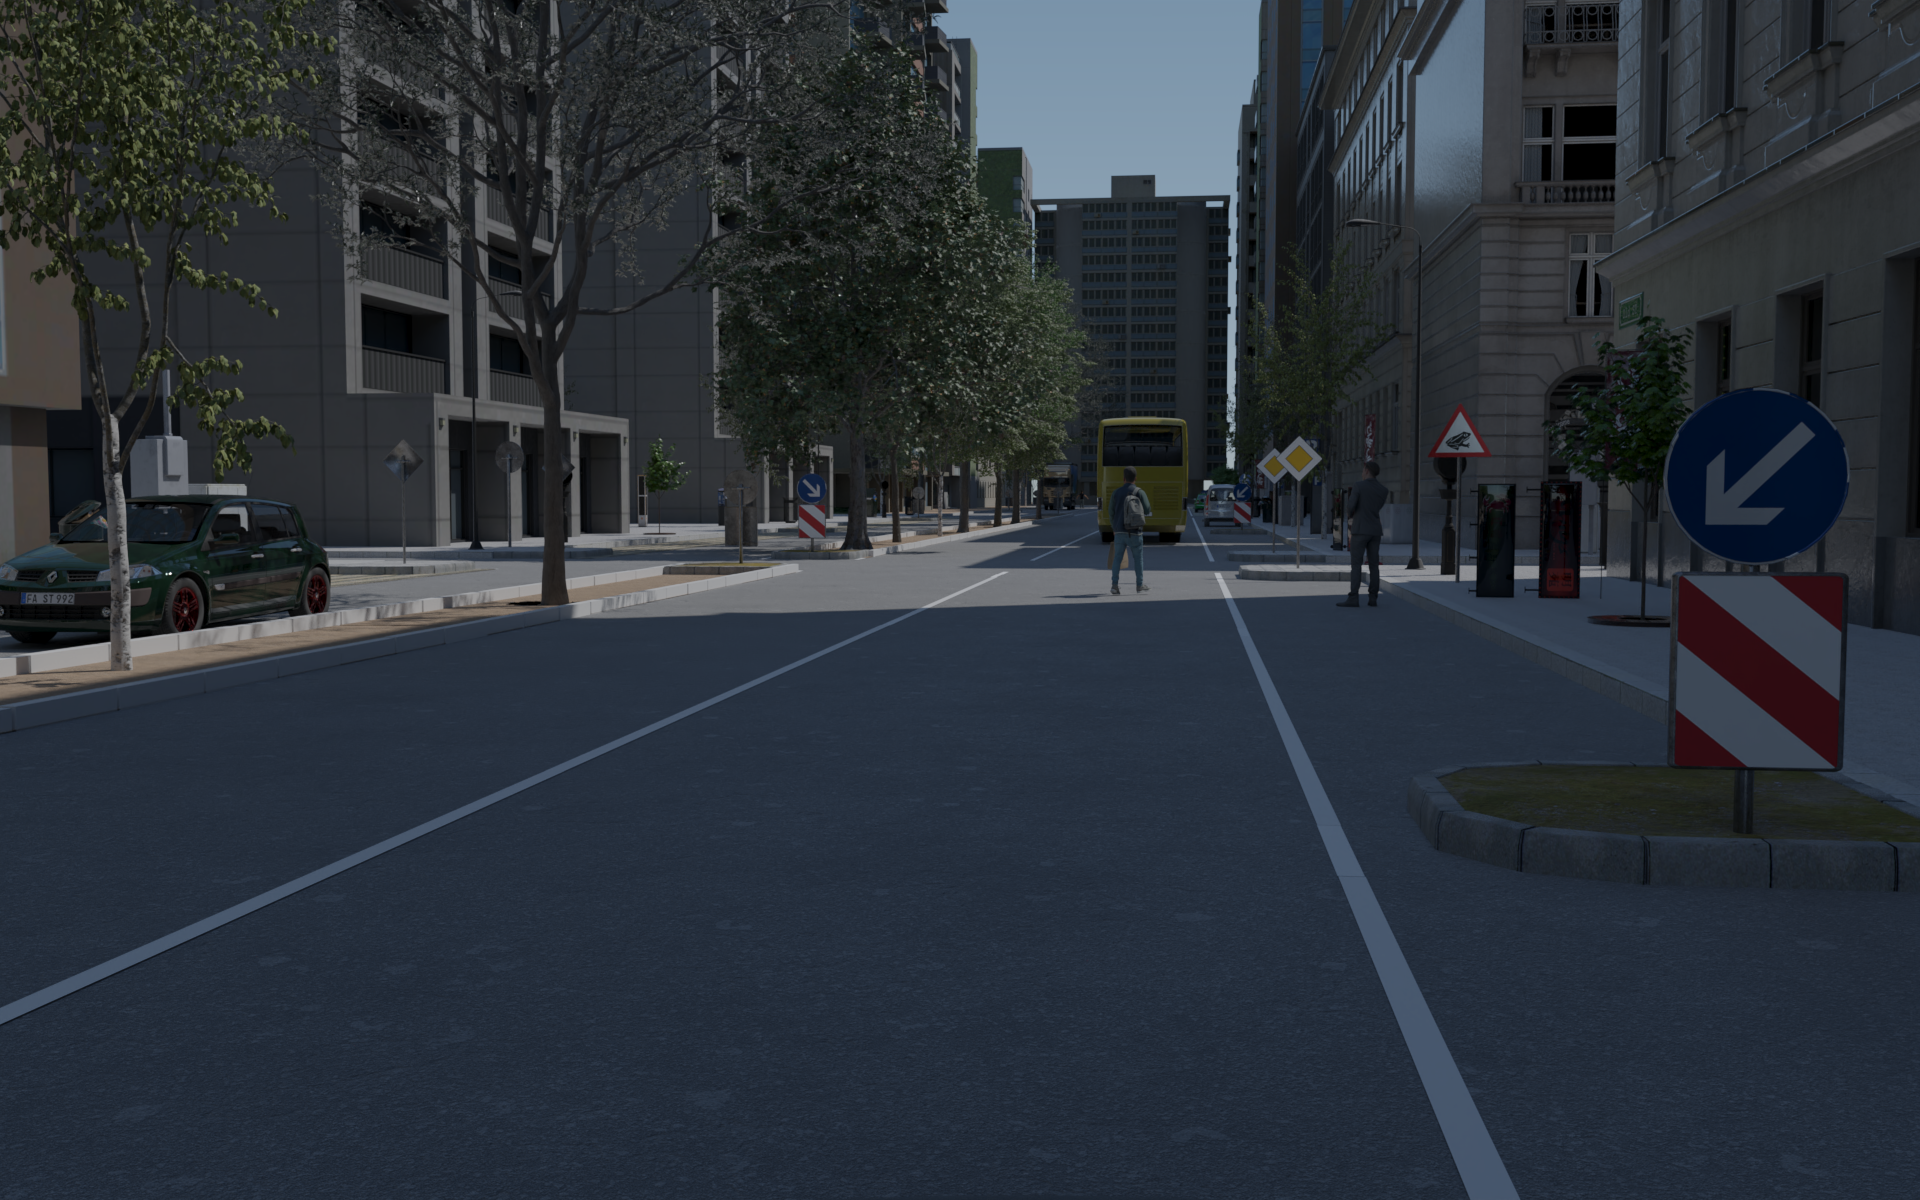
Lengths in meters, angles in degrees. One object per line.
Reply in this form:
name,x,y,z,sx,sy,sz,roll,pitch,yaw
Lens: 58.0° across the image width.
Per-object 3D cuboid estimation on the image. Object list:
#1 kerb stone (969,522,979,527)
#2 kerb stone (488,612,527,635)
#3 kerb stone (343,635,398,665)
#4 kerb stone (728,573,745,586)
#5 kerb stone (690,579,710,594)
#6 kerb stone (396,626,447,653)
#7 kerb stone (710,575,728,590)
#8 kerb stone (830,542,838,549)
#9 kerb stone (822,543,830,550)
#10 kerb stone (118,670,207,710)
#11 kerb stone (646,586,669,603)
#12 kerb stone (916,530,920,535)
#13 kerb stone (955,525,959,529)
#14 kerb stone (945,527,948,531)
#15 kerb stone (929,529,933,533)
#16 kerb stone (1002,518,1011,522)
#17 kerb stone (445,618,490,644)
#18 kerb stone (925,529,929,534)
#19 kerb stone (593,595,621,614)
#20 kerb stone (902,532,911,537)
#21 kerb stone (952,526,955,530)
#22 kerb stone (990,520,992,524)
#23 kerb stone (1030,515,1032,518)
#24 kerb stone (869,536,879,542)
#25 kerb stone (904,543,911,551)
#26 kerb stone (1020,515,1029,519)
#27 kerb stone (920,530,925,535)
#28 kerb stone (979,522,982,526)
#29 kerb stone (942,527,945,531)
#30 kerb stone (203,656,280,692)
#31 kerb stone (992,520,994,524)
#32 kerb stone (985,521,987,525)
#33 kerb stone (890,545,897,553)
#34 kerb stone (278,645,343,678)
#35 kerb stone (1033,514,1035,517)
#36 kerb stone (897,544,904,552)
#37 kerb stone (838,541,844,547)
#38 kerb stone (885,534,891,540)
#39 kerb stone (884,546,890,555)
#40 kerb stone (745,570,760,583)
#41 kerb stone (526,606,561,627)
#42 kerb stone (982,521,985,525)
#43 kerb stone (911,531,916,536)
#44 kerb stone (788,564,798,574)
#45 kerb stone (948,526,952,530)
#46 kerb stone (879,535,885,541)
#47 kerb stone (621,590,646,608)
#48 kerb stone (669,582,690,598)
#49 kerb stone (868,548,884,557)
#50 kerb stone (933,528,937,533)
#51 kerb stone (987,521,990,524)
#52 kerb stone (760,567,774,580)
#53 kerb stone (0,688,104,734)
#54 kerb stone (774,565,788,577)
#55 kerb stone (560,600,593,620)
kerb stone,0.635,-3.344,76.871,0.120,0.150,1.000,0,4,7
kerb stone,-4.793,0.253,18.072,0.120,0.150,1.000,0,4,7
kerb stone,-5.182,0.443,15.020,0.120,0.150,1.000,0,4,7
kerb stone,-3.607,-0.309,27.242,0.120,0.150,1.000,0,4,7
kerb stone,-3.870,-0.184,25.206,0.120,0.150,1.000,0,4,7
kerb stone,-5.046,0.377,16.033,0.120,0.150,1.000,0,4,7
kerb stone,-3.738,-0.244,26.224,0.120,0.150,1.000,0,4,7
kerb stone,-3.410,-1.414,45.319,0.120,0.150,1.000,0,4,7
kerb stone,-3.542,-1.347,44.305,0.120,0.150,1.000,0,4,7
kerb stone,-5.563,0.625,11.974,0.120,0.150,1.000,0,4,7
kerb stone,-4.135,-0.060,23.171,0.120,0.150,1.000,0,4,7
kerb stone,-1.589,-2.286,59.568,0.120,0.150,1.000,0,4,7
kerb stone,-0.275,-2.907,69.756,0.120,0.150,1.000,0,4,7
kerb stone,-0.670,-2.720,66.704,0.120,0.150,1.000,0,4,7
kerb stone,-1.192,-2.464,62.621,0.120,0.150,1.000,0,4,7
kerb stone,2.467,-4.214,91.102,0.120,0.150,1.000,0,4,7
kerb stone,-4.908,0.315,17.048,0.120,0.150,1.000,0,4,7
kerb stone,-1.314,-2.407,61.605,0.120,0.150,1.000,0,4,7
kerb stone,-4.389,0.065,21.138,0.120,0.150,1.000,0,4,7
kerb stone,-1.836,-2.162,57.539,0.120,0.150,1.000,0,4,7
kerb stone,-0.408,-2.838,68.739,0.120,0.150,1.000,0,4,7
kerb stone,1.291,-3.653,81.948,0.120,0.150,1.000,0,4,7
kerb stone,4.026,-4.958,103.279,0.120,0.150,1.000,0,4,7
kerb stone,-2.626,-1.786,51.424,0.120,0.150,1.000,0,4,7
kerb stone,-1.456,-1.335,44.049,0.120,0.150,1.000,0,4,7
kerb stone,3.770,-4.835,101.244,0.120,0.150,1.000,0,4,7
kerb stone,-1.444,-2.348,60.584,0.120,0.150,1.000,0,4,7
kerb stone,0.758,-3.405,77.886,0.120,0.150,1.000,0,4,7
kerb stone,-0.803,-2.660,65.681,0.120,0.150,1.000,0,4,7
kerb stone,-5.433,0.563,12.988,0.120,0.150,1.000,0,4,7
kerb stone,1.411,-3.715,82.967,0.120,0.150,1.000,0,4,7
kerb stone,1.029,-3.526,79.913,0.120,0.150,1.000,0,4,7
kerb stone,-1.718,-1.212,42.005,0.120,0.150,1.000,0,4,7
kerb stone,-5.305,0.501,14.003,0.120,0.150,1.000,0,4,7
kerb stone,4.288,-5.080,105.316,0.120,0.150,1.000,0,4,7
kerb stone,-1.588,-1.269,43.033,0.120,0.150,1.000,0,4,7
kerb stone,-3.281,-1.477,46.338,0.120,0.150,1.000,0,4,7
kerb stone,-2.363,-1.908,53.469,0.120,0.150,1.000,0,4,7
kerb stone,-1.851,-1.149,40.989,0.120,0.150,1.000,0,4,7
kerb stone,-3.485,-0.366,28.257,0.120,0.150,1.000,0,4,7
kerb stone,-4.659,0.190,19.092,0.120,0.150,1.000,0,4,7
kerb stone,0.898,-3.466,78.899,0.120,0.150,1.000,0,4,7
kerb stone,-1.710,-2.224,58.553,0.120,0.150,1.000,0,4,7
kerb stone,-3.089,-0.557,31.306,0.120,0.150,1.000,0,4,7
kerb stone,-0.539,-2.784,67.720,0.120,0.150,1.000,0,4,7
kerb stone,-2.487,-1.847,52.445,0.120,0.150,1.000,0,4,7
kerb stone,-4.264,0.005,22.152,0.120,0.150,1.000,0,4,7
kerb stone,-4.010,-0.122,24.192,0.120,0.150,1.000,0,4,7
kerb stone,-1.967,-1.087,39.972,0.120,0.150,1.000,0,4,7
kerb stone,-1.062,-2.530,63.649,0.120,0.150,1.000,0,4,7
kerb stone,1.159,-3.593,80.934,0.120,0.150,1.000,0,4,7
kerb stone,-3.354,-0.429,29.274,0.120,0.150,1.000,0,4,7
kerb stone,-5.695,0.687,10.961,0.120,0.150,1.000,0,4,7
kerb stone,-3.217,-0.495,30.292,0.120,0.150,1.000,0,4,7
kerb stone,-4.519,0.128,20.108,0.120,0.150,1.000,0,4,7
